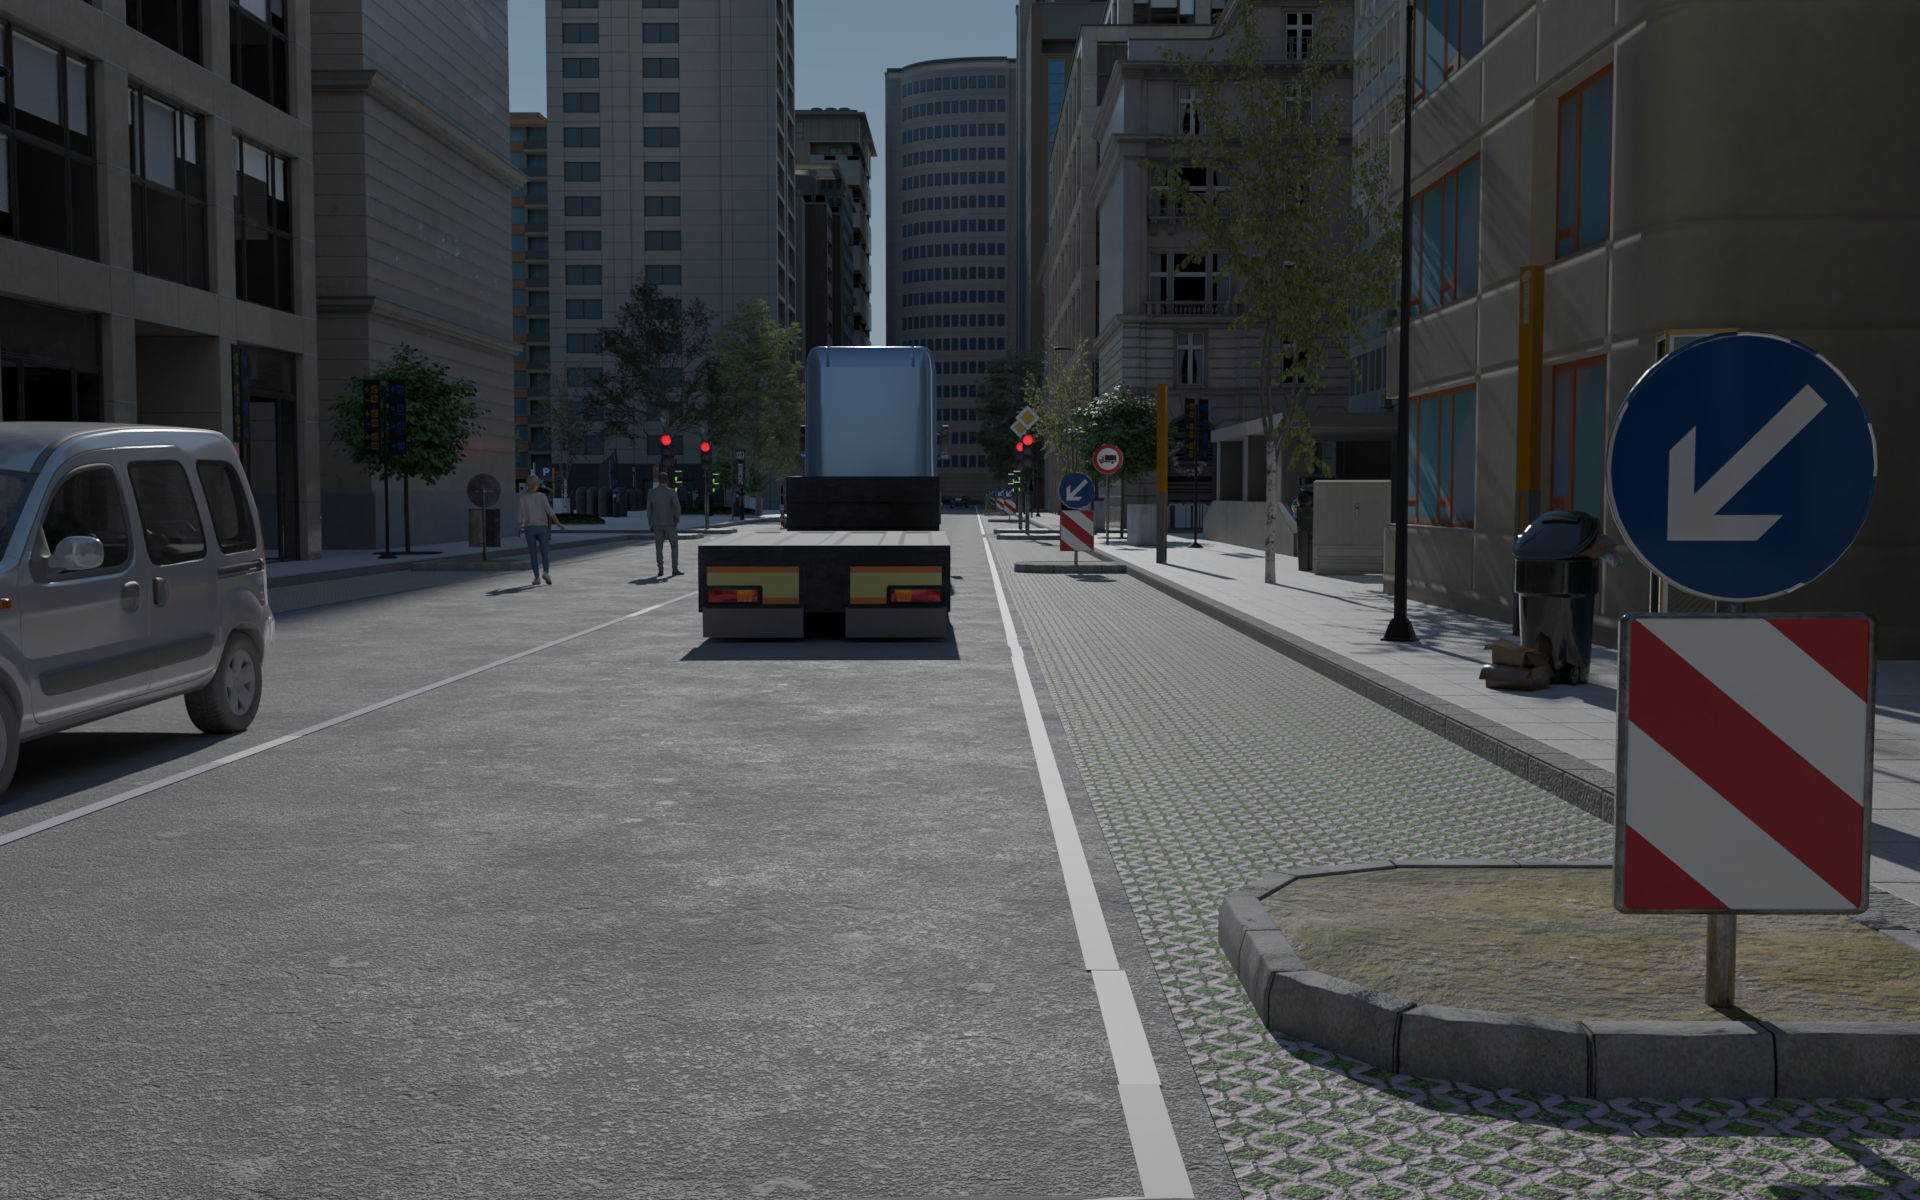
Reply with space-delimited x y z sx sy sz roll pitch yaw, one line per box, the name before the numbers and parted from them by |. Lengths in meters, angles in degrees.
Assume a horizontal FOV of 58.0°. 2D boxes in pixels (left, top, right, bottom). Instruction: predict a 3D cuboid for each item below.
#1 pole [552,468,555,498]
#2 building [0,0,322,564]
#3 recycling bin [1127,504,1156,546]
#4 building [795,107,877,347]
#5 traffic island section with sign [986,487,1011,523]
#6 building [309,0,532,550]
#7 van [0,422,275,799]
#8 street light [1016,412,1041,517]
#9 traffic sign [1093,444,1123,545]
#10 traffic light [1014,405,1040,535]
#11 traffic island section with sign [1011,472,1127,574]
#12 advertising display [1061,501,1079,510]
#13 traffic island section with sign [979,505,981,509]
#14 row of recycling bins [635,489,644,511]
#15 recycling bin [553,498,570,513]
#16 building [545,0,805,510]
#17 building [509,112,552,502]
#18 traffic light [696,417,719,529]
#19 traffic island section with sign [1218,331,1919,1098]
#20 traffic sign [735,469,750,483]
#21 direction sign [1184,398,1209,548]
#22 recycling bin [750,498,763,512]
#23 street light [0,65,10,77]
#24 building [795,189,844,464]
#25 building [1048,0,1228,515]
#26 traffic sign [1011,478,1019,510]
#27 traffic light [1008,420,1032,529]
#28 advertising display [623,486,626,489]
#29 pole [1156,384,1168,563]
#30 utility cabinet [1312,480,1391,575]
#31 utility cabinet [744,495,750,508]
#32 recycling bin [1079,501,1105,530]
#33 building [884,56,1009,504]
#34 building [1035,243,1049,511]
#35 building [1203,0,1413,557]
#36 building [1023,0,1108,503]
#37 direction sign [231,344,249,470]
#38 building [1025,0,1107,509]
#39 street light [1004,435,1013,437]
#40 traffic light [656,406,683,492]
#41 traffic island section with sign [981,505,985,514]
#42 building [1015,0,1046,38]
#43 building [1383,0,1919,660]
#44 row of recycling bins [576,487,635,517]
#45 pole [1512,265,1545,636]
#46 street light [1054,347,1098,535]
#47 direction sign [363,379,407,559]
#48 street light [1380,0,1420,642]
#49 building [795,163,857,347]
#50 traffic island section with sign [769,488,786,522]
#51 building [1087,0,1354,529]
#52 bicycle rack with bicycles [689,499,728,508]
pole | -31.615 -8.618 134.744 0.158 3.312 0.155 0 3 0
building | -22.272 -12.957 16.362 19.350 26.468 34.151 0 4 0
recycling bin | 4.608 -1.866 43.055 0.722 1.027 0.722 -1 4 -17
building | -23.551 -39.575 236.292 27.495 52.752 28.713 0 4 0
traffic island section with sign | 2.394 -4.828 87.565 1.989 1.847 2.006 0 4 0
building | -24.512 -15.792 45.587 23.554 28.519 14.401 0 4 0
van | -5.172 -0.126 9.074 2.013 2.044 4.112 0 4 2
street light | 3.865 -7.650 97.620 1.470 5.913 1.316 0 4 0
traffic sign | 3.752 -2.684 43.987 0.768 2.556 0.104 0 4 5
traffic light | 2.120 -4.033 54.868 0.839 4.253 0.868 0 4 0
traffic island section with sign | 2.000 -1.428 31.975 1.989 1.847 2.006 0 4 0
advertising display | 4.857 -4.309 75.662 0.974 1.923 0.123 2 4 34
traffic island section with sign | 2.948 -9.584 165.328 1.989 1.847 2.006 0 4 0
row of recycling bins | -25.028 -7.489 129.556 1.069 1.692 3.534 2 4 35
recycling bin | -23.465 -5.472 102.020 0.722 1.027 0.722 2 4 24
building | -22.496 -43.359 147.178 20.563 71.187 20.611 0 4 0
building | -50.480 -33.452 201.564 28.867 44.769 22.147 0 4 0
traffic light | -9.184 -4.526 62.917 0.839 4.253 0.868 0 4 0
traffic island section with sign | 1.812 0.221 5.021 1.989 1.847 2.006 0 4 0
traffic sign | -10.752 -5.228 85.583 0.768 2.556 0.104 1 4 8
direction sign | 5.614 -3.008 41.184 0.876 3.537 0.379 -3 5 -44
recycling bin | -14.772 -6.914 125.599 0.722 1.027 0.722 -2 4 -26
street light | -10.962 -2.833 18.866 1.470 5.913 1.316 0 4 0
building | -18.599 -24.124 166.134 14.160 30.474 14.107 0 4 0
building | 15.432 -17.986 98.580 19.350 26.468 34.151 0 4 0
traffic sign | 4.413 -8.318 136.110 0.768 2.556 0.104 0 4 7
traffic light | 2.177 -4.522 62.853 0.839 4.253 0.868 0 4 0
advertising display | -26.759 -8.139 138.283 0.123 1.923 0.974 -1 4 -19
pole | 3.746 -2.340 32.095 0.158 3.312 0.155 0 3 0
utility cabinet | 6.200 -1.146 27.424 1.173 1.500 0.318 1 4 19
utility cabinet | -15.065 -6.813 122.551 0.306 1.237 1.020 0 4 -1
recycling bin | 4.745 -3.042 62.288 0.722 1.027 0.722 -2 4 -25
building | 4.270 -42.175 231.563 28.212 58.520 21.231 0 4 0
building | 11.671 -17.793 127.079 11.583 22.565 21.152 0 4 0
building | 22.959 -21.349 40.932 32.217 40.220 23.993 0 4 0
building | 16.929 -44.951 173.202 20.563 71.187 20.611 0 4 0
direction sign | -11.030 -2.116 26.599 0.379 3.537 0.876 -1 4 -9
building | 13.055 -30.970 156.471 14.600 45.320 14.200 0 4 0
street light | 4.211 -10.063 137.074 1.470 5.913 1.316 0 4 0
traffic light | -9.241 -4.037 54.933 0.839 4.253 0.868 0 4 0
traffic island section with sign | 2.595 -6.517 115.173 1.989 1.847 2.006 0 4 0
building | 16.885 -40.123 198.017 21.231 58.520 28.212 0 4 0
building | 19.174 -9.915 7.148 27.650 21.520 28.899 0 4 0
row of recycling bins | -20.216 -5.535 97.614 3.534 1.692 1.069 2 4 29
pole | 5.122 -1.331 15.599 0.158 3.312 0.155 0 3 0
street light | 3.654 -5.028 54.752 1.470 5.913 1.316 0 4 0
direction sign | -11.378 -2.589 34.332 0.876 3.537 0.379 0 4 7
street light | 3.318 -2.598 15.022 1.470 5.913 1.316 0 4 0
building | -24.084 -30.882 196.803 23.993 40.220 32.217 0 4 0
traffic island section with sign | -8.713 -4.904 88.814 1.989 1.847 2.006 0 4 0
building | 17.528 -13.889 68.889 24.055 21.916 13.314 0 4 0
bicycle rack with bicycles | -17.884 -6.682 122.638 2.925 0.926 2.852 -3 4 -37
